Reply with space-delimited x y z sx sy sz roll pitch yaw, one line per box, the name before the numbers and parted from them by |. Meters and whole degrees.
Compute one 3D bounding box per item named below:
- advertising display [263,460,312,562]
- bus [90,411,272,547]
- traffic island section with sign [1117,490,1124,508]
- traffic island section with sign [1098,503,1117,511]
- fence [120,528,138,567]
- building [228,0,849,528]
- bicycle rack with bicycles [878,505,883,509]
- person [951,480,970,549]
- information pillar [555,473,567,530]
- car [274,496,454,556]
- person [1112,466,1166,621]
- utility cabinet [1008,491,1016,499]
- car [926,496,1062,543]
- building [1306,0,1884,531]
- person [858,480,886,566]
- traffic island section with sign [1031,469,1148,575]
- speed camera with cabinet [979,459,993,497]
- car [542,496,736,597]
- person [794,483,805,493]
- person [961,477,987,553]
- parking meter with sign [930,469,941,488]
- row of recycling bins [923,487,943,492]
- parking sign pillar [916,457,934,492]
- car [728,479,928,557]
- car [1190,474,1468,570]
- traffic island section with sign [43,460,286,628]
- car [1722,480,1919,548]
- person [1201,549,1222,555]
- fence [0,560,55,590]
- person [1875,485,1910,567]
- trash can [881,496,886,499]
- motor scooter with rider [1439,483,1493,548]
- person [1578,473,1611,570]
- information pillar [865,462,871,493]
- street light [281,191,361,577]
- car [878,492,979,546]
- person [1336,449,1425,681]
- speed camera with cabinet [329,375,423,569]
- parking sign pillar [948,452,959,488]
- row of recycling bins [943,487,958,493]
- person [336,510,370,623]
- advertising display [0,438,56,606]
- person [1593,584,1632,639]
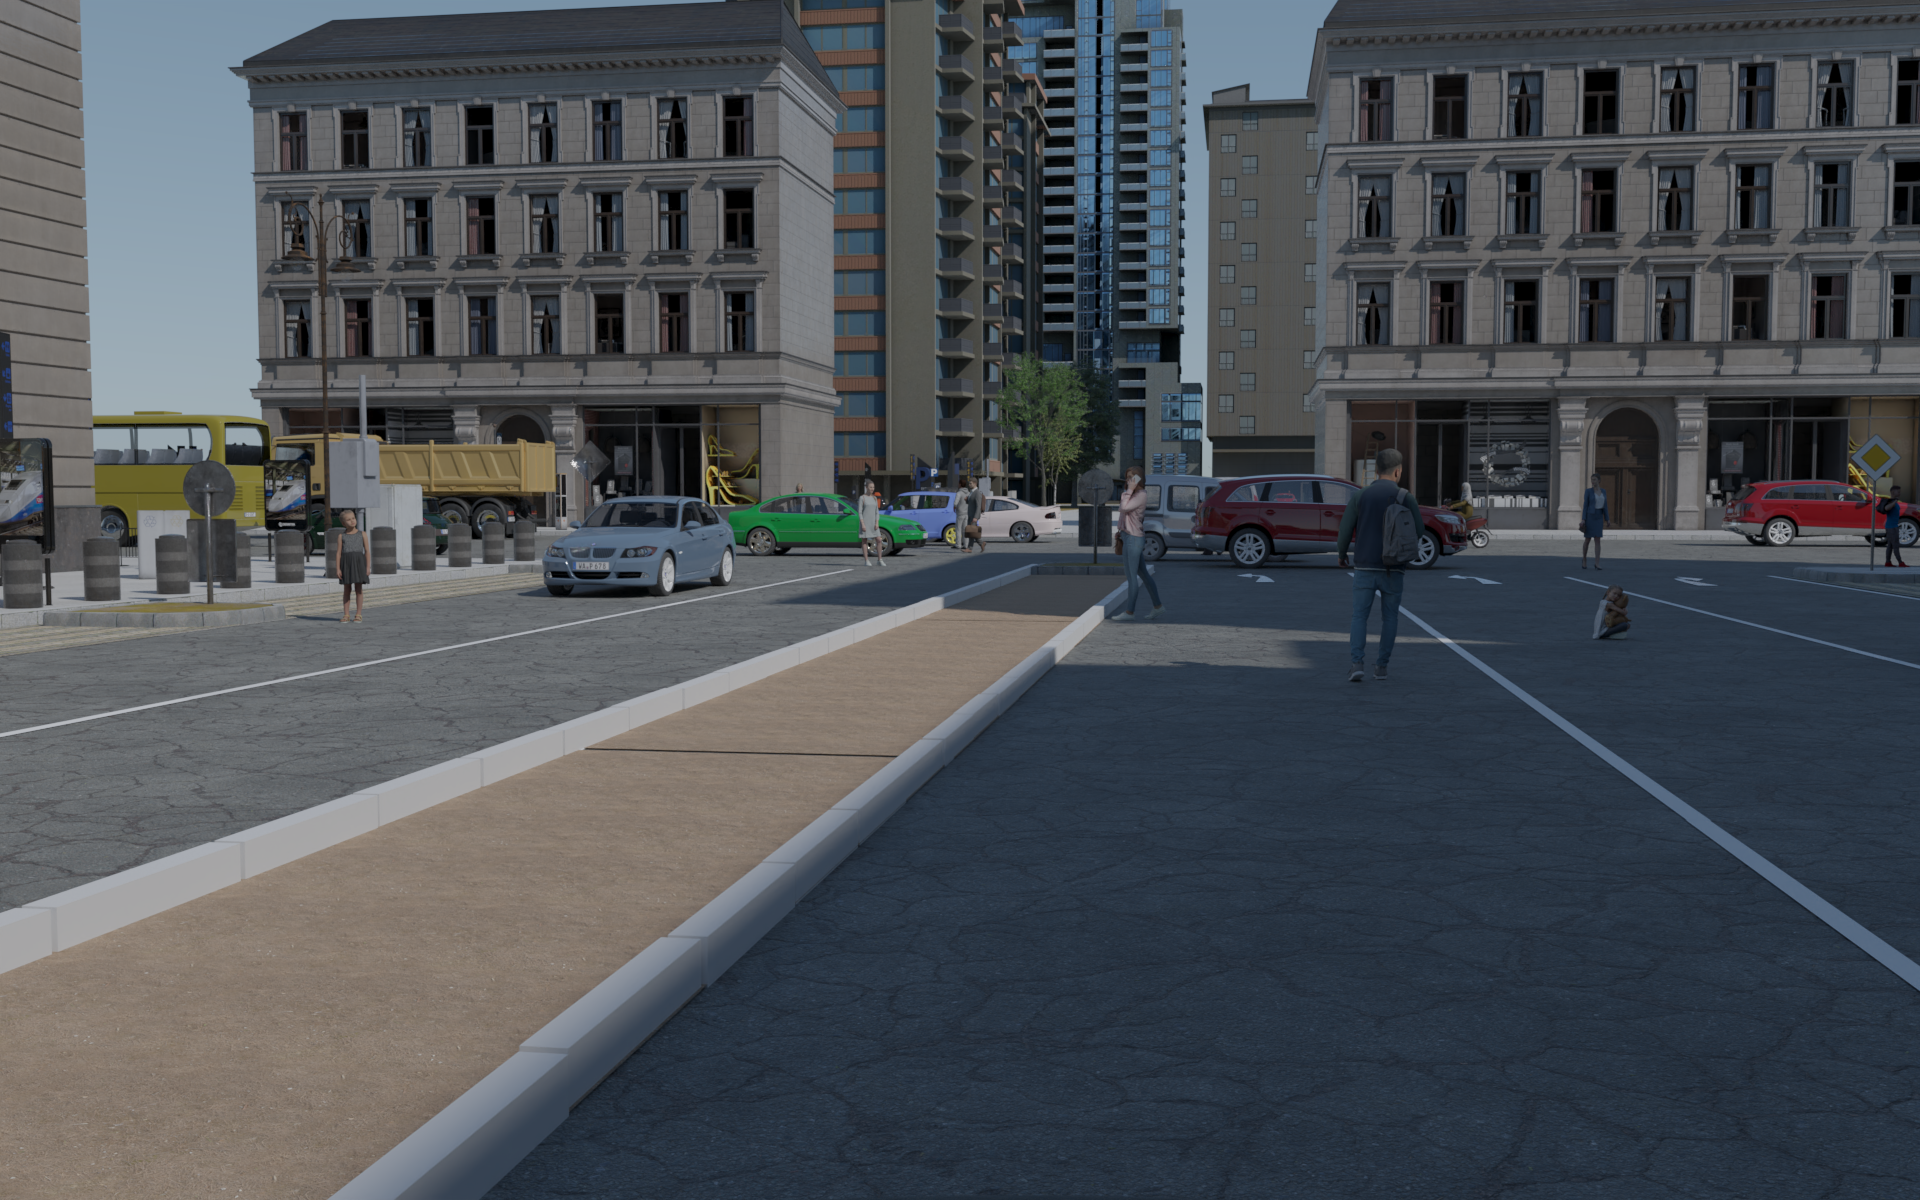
advertising display | -12.650 -1.675 32.600 0.974 1.923 0.123 1 4 17
bus | -25.391 -3.453 47.996 12.252 3.916 2.896 1 4 8
traffic island section with sign | 16.677 -10.304 177.101 1.989 1.847 2.006 1 4 9
traffic island section with sign | 12.376 -8.677 150.490 1.989 1.847 2.006 1 4 9
fence | -13.919 -0.918 30.387 2.069 0.683 0.278 1 4 17
building | -25.540 -13.513 71.855 40.483 20.767 10.553 1 4 9
bicycle rack with bicycles | -2.827 -4.326 84.110 2.925 0.926 2.852 0 4 -4
person | 0.025 -2.214 44.849 0.789 1.805 0.875 3 5 43
information pillar | -14.244 -3.507 61.836 0.304 2.012 0.304 2 4 34
car | -13.942 -1.887 40.638 4.222 1.686 2.009 1 4 11
person | 2.046 -0.649 19.704 0.643 1.750 0.593 0 4 0
utility cabinet | 3.584 -6.772 119.406 0.318 1.500 1.173 1 4 16
car | 0.640 -2.403 51.657 4.827 1.381 2.083 1 4 9
building | 15.148 -13.171 66.258 40.483 20.767 10.553 1 4 9
person | -1.805 -1.526 34.456 0.512 1.701 0.522 -3 4 -37
traffic island section with sign | 2.392 -1.418 31.317 2.006 1.907 1.989 1 4 9
speed camera with cabinet | 1.468 -6.363 98.375 0.660 3.252 2.038 0 4 8
car | -4.673 -0.847 25.850 2.014 1.417 4.499 1 4 10
person | -5.221 -2.968 57.203 0.709 1.800 0.728 0 4 1
person | 0.366 -2.052 42.020 0.822 1.834 0.622 -2 4 -31
parking meter with sign | -1.601 -7.412 117.452 0.543 3.016 1.738 -1 4 -12
row of recycling bins | -1.707 -5.767 101.396 1.069 1.692 3.534 0 4 -1
parking sign pillar | -2.537 -8.336 124.770 1.447 3.967 1.447 2 4 27
car | -3.104 -1.931 40.361 4.718 1.807 1.959 1 4 9
car | 7.184 -1.541 33.874 5.304 1.827 2.281 1 4 9
traffic island section with sign | -8.753 -0.661 19.431 1.989 1.847 2.006 1 4 9
car | 23.837 -2.380 47.585 5.304 1.827 2.281 1 4 9
person | 6.060 -1.920 40.699 0.742 1.727 0.445 -3 4 -36
fence | -13.360 -0.724 23.035 2.264 1.192 0.480 -1 4 -11
person | 17.827 -1.387 33.051 0.662 1.594 0.647 2 4 29
trash can | -5.604 -6.806 122.935 0.748 1.137 0.748 0 3 0
motor scooter with rider | 13.148 -2.266 46.006 1.986 1.779 0.876 1 4 9
person | 12.059 -1.493 32.932 0.581 1.822 0.654 0 4 7
information pillar | -6.662 -8.186 125.189 0.504 3.616 0.183 1 4 21
street light | -9.833 -3.305 26.819 0.468 5.910 1.993 1 4 9
car | -1.327 -2.377 48.450 3.694 1.707 1.945 0 4 8
person | 3.241 -0.275 13.345 0.623 1.781 0.721 0 4 3
speed camera with cabinet | -9.959 -2.155 29.567 0.660 3.252 2.038 1 4 13
parking sign pillar | -0.441 -7.492 110.960 1.447 3.967 1.447 -1 4 -14
row of recycling bins | -0.719 -6.028 105.663 1.069 1.692 3.534 1 4 20
person | -6.779 -0.378 19.355 0.362 1.253 0.373 -1 4 -11
advertising display | -10.886 -0.907 20.050 0.974 1.923 0.123 1 4 22
person | 6.449 0.114 17.115 0.357 0.543 0.381 1 4 21
